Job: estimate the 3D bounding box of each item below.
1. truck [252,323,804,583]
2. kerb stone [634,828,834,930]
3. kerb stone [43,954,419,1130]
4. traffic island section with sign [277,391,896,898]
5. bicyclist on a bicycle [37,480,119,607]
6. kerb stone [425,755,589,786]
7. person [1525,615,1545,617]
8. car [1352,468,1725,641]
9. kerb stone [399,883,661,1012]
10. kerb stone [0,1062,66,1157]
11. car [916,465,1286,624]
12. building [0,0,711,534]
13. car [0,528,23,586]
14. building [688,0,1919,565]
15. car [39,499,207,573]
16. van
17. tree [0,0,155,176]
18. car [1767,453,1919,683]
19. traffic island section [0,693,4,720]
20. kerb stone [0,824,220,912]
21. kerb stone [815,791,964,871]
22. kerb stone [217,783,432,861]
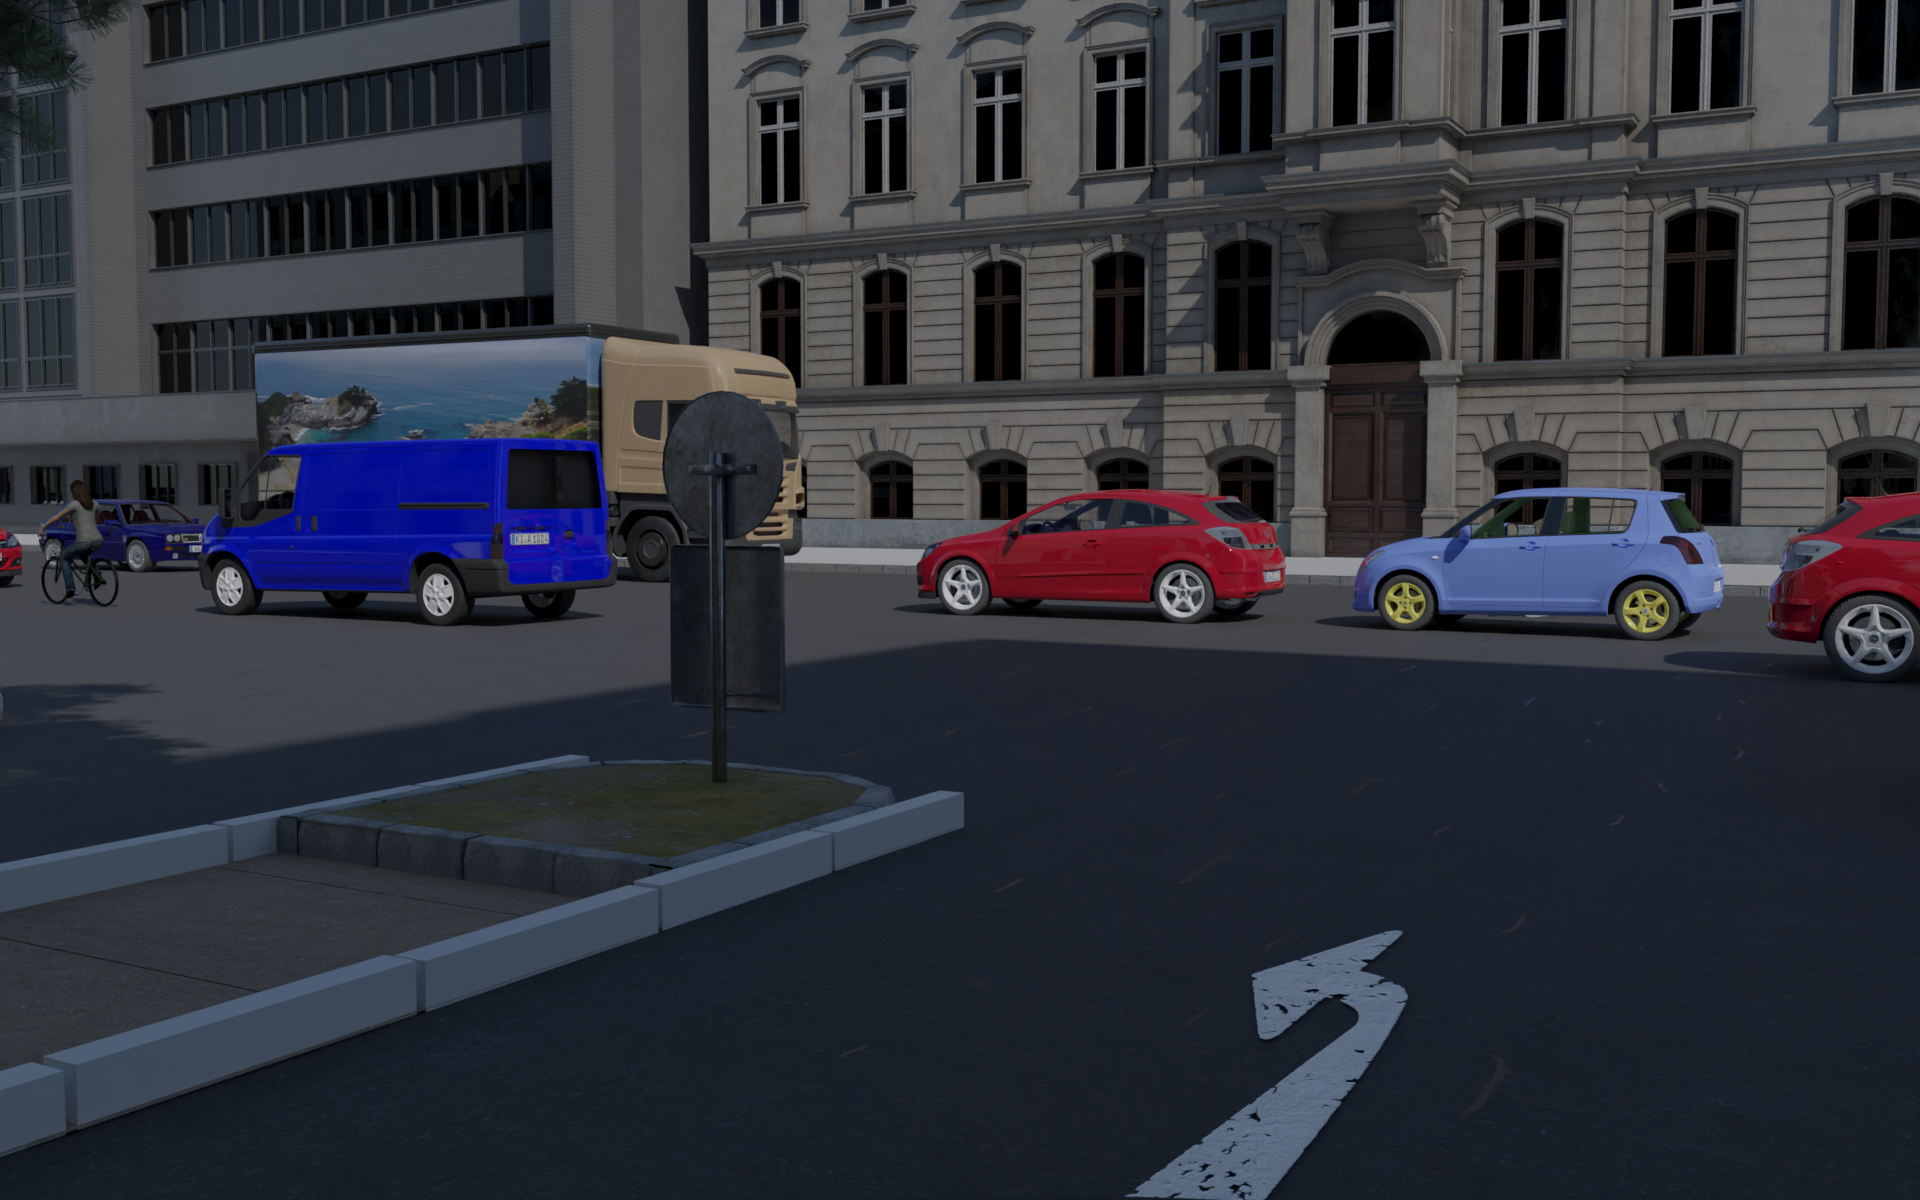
[{"bbox_3d":[-7.480,-2.541,30.455,11.283,4.237,2.839,2,4,27],"label":"truck"},{"bbox_3d":[-0.783,0.982,6.145,0.120,0.150,1.000,2,4,29],"label":"kerb stone"},{"bbox_3d":[-1.794,1.092,4.362,0.120,0.150,1.000,2,4,29],"label":"kerb stone"},{"bbox_3d":[-1.358,0.057,7.201,2.006,1.907,1.989,2,4,29],"label":"traffic island section with sign"},{"bbox_3d":[-11.306,-0.744,22.189,1.625,1.676,1.499,2,4,30],"label":"bicyclist on a bicycle"},{"bbox_3d":[-2.110,0.865,8.061,0.120,0.150,1.000,2,4,29],"label":"kerb stone"},{"bbox_3d":[6.706,-0.378,20.181,0.738,1.151,1.012,1,4,17],"label":"person"},{"bbox_3d":[6.017,-0.527,18.214,3.694,1.707,1.945,2,4,31],"label":"car"},{"bbox_3d":[-1.283,1.043,5.251,0.120,0.150,1.000,2,4,29],"label":"kerb stone"},{"bbox_3d":[-2.298,1.151,3.465,0.120,0.150,1.000,2,4,29],"label":"kerb stone"},{"bbox_3d":[1.580,-0.702,20.515,4.494,1.783,2.155,2,4,28],"label":"car"},{"bbox_3d":[-18.087,-14.381,54.194,30.058,24.678,14.314,2,4,29],"label":"building"},{"bbox_3d":[-16.533,-1.096,26.953,4.494,1.783,2.155,2,4,29],"label":"car"},{"bbox_3d":[10.976,-13.425,38.590,34.723,24.649,14.460,2,4,29],"label":"building"},{"bbox_3d":[-15.643,-1.242,32.895,3.894,1.354,1.945,2,4,30],"label":"car"},{"bbox_3d":[-6.637,-0.973,20.299,5.245,2.365,2.240,2,4,29],"label":"van"},{"bbox_3d":[-4.179,-4.763,2.381,6.751,12.117,7.091,0,3,0],"label":"tree"},{"bbox_3d":[8.605,-0.251,13.137,4.494,1.783,2.155,2,4,29],"label":"car"},{"bbox_3d":[-7.308,0.735,10.268,2.009,0.180,2.903,2,4,29],"label":"traffic island section"},{"bbox_3d":[-3.119,0.974,6.264,0.120,0.150,1.000,2,4,29],"label":"kerb stone"},{"bbox_3d":[-0.281,0.928,7.039,0.120,0.150,1.000,2,4,29],"label":"kerb stone"},{"bbox_3d":[-2.620,0.919,7.169,0.120,0.150,1.000,2,4,29],"label":"kerb stone"}]
